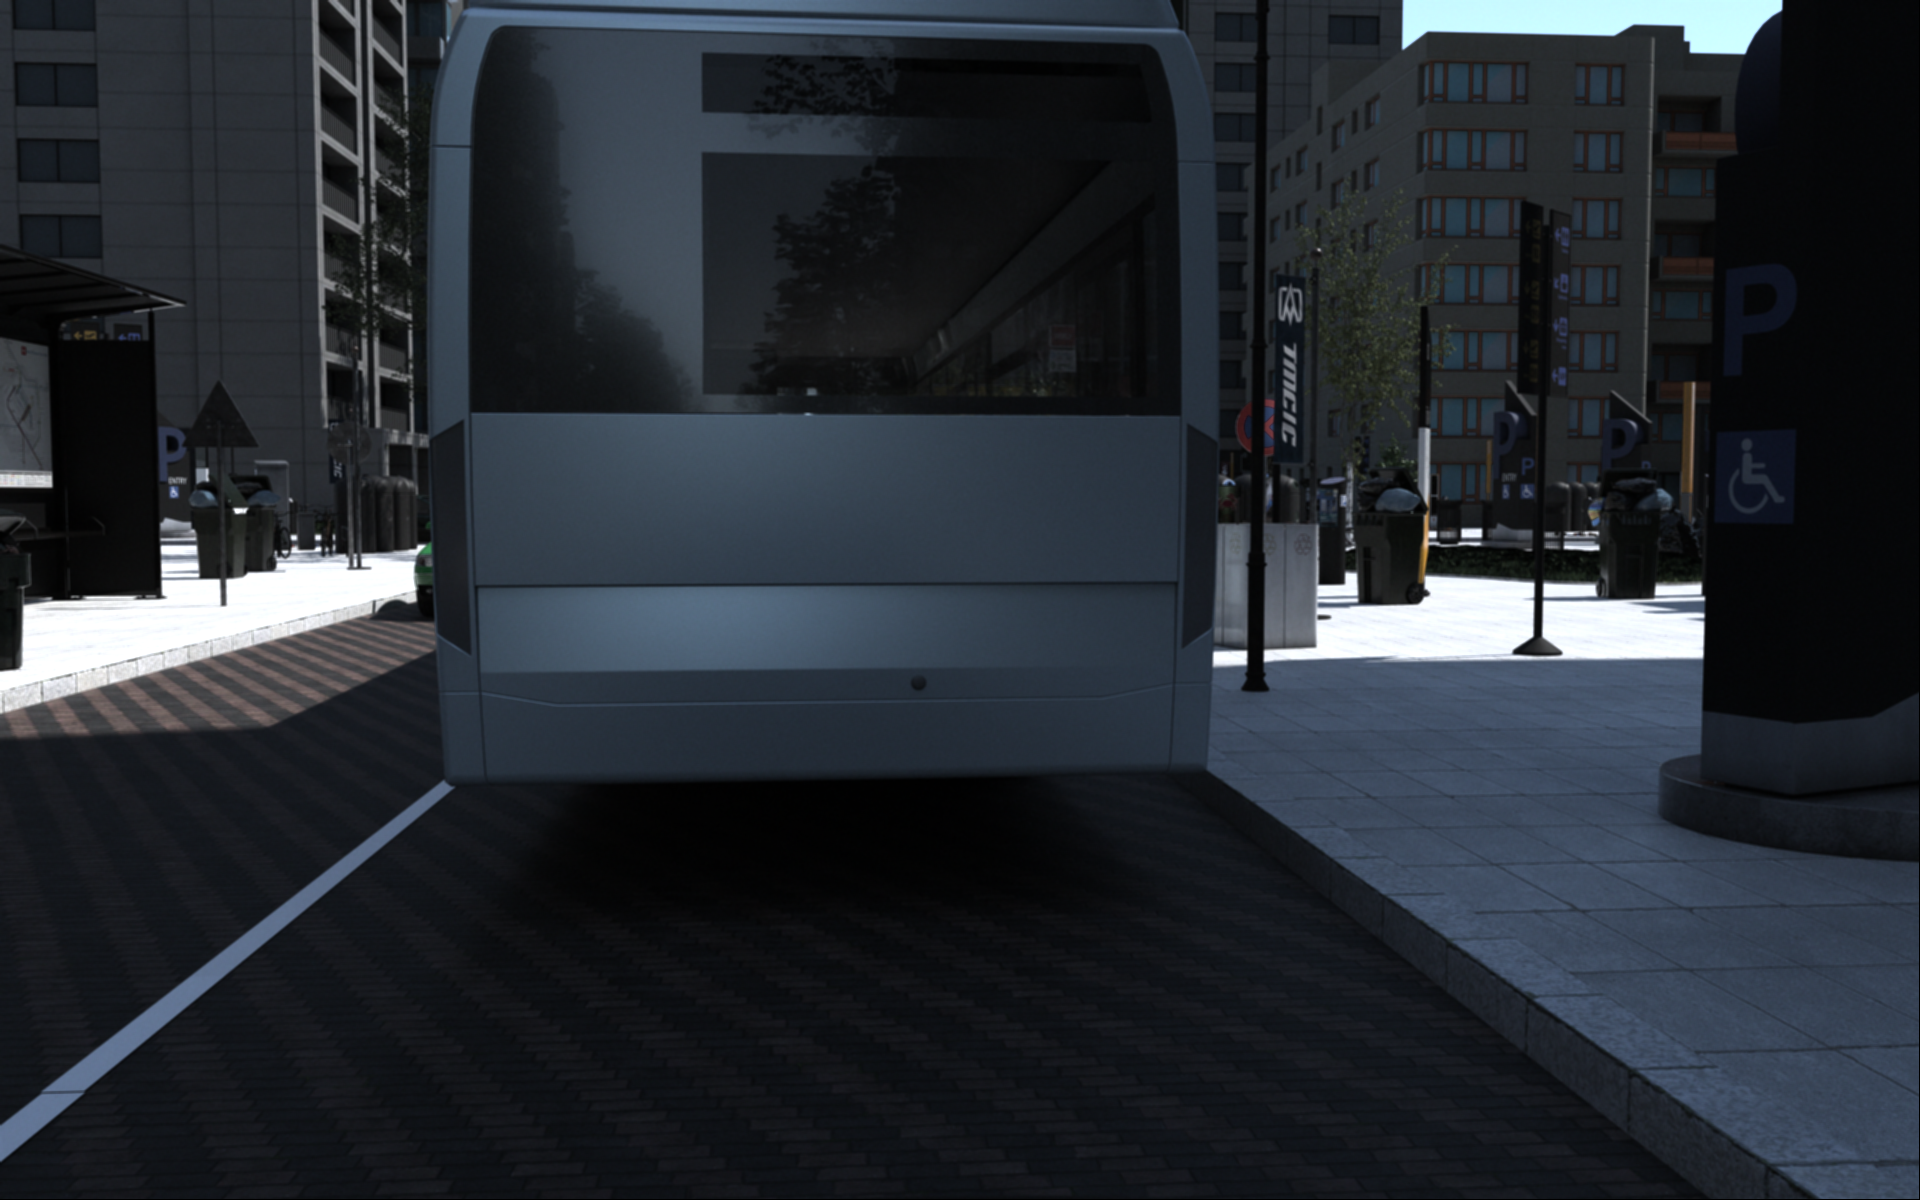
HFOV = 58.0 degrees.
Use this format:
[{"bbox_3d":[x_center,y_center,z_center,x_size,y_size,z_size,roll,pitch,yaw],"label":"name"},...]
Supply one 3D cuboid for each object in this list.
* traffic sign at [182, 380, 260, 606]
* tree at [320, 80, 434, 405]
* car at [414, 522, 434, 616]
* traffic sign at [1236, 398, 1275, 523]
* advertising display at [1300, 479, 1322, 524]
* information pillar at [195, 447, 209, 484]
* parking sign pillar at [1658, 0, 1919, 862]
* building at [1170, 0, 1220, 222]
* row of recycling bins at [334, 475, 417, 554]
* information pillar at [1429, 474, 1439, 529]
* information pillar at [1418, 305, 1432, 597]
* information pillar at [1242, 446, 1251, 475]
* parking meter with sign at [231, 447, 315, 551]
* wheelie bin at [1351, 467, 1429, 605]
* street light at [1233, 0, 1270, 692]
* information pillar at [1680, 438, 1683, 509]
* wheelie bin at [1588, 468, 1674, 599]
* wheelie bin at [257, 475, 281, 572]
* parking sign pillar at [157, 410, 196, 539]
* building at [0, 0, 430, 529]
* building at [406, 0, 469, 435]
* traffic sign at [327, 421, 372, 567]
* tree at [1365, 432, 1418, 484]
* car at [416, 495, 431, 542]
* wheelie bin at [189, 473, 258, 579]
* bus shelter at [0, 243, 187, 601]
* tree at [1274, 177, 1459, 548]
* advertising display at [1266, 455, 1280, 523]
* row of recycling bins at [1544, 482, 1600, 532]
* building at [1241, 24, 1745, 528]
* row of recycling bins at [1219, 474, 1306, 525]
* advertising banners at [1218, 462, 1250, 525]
[{"bbox_3d":[-8.431,-1.208,19.758,0.884,2.594,0.081,0,4,0],"label":"traffic sign"},{"bbox_3d":[-9.386,-6.223,36.165,8.767,10.594,7.601,0,4,-2],"label":"tree"},{"bbox_3d":[-5.587,-0.798,21.837,1.959,1.807,4.718,0,4,-4],"label":"car"},{"bbox_3d":[4.045,-1.405,23.074,0.768,2.556,0.104,0,4,2],"label":"traffic sign"},{"bbox_3d":[14.616,-4.097,72.199,0.974,1.923,0.123,-1,4,-16],"label":"advertising display"},{"bbox_3d":[-24.347,-3.934,55.673,0.504,3.616,0.183,2,4,25],"label":"information pillar"},{"bbox_3d":[3.493,-1.110,6.616,1.447,3.967,1.447,-2,4,-27],"label":"parking sign pillar"},{"bbox_3d":[13.450,-40.754,104.579,20.563,71.187,20.611,0,4,-5],"label":"building"},{"bbox_3d":[-13.040,-1.943,38.881,1.069,1.692,3.534,0,4,1],"label":"row of recycling bins"},{"bbox_3d":[17.641,-3.665,64.421,0.304,2.012,0.304,1,4,18],"label":"information pillar"},{"bbox_3d":[5.842,-1.862,21.805,0.183,3.616,0.504,1,4,22],"label":"information pillar"},{"bbox_3d":[13.117,-5.380,79.316,0.504,3.616,0.183,1,4,8],"label":"information pillar"},{"bbox_3d":[-15.600,-2.632,39.299,1.738,3.016,0.543,-2,4,-30],"label":"parking meter with sign"},{"bbox_3d":[5.011,-0.754,20.230,0.693,1.594,0.980,-2,4,-28],"label":"wheelie bin"},{"bbox_3d":[1.930,-2.346,11.144,0.468,5.910,1.993,0,4,-5],"label":"street light"},{"bbox_3d":[26.569,-4.420,63.630,0.183,3.616,0.504,1,4,11],"label":"information pillar"},{"bbox_3d":[8.283,-0.823,21.360,0.980,1.594,0.693,0,4,8],"label":"wheelie bin"},{"bbox_3d":[-11.770,-1.276,28.776,0.980,1.594,0.693,0,4,0],"label":"wheelie bin"},{"bbox_3d":[-23.053,-3.787,50.396,1.447,3.967,1.447,1,4,20],"label":"parking sign pillar"},{"bbox_3d":[-32.366,-38.729,71.472,20.563,71.187,20.611,0,4,-5],"label":"building"},{"bbox_3d":[-48.389,-33.978,175.155,30.456,49.044,23.786,0,4,-5],"label":"building"},{"bbox_3d":[-10.706,-1.852,30.392,0.768,2.556,0.104,0,4,-4],"label":"traffic sign"},{"bbox_3d":[13.306,-3.617,53.733,1.663,3.219,1.824,0,3,0],"label":"tree"},{"bbox_3d":[-14.572,-2.251,46.597,4.222,1.686,2.009,0,4,-3],"label":"car"},{"bbox_3d":[-11.304,-1.132,26.410,0.693,1.594,0.980,0,4,0],"label":"wheelie bin"},{"bbox_3d":[-10.004,-1.637,18.051,1.731,3.624,6.357,0,4,-5],"label":"bus shelter"},{"bbox_3d":[9.555,-5.562,41.303,4.737,8.622,4.395,0,3,0],"label":"tree"},{"bbox_3d":[5.029,-1.410,28.260,0.123,1.923,0.974,0,4,-5],"label":"advertising display"},{"bbox_3d":[21.310,-3.207,59.551,3.534,1.692,1.069,-3,5,-41],"label":"row of recycling bins"},{"bbox_3d":[30.658,-14.370,79.994,28.899,21.520,27.650,0,4,-5],"label":"building"},{"bbox_3d":[5.706,-1.783,36.269,3.534,1.692,1.069,-3,4,-37],"label":"row of recycling bins"},{"bbox_3d":[3.191,-1.760,24.964,2.074,3.025,0.090,2,4,33],"label":"advertising banners"}]
